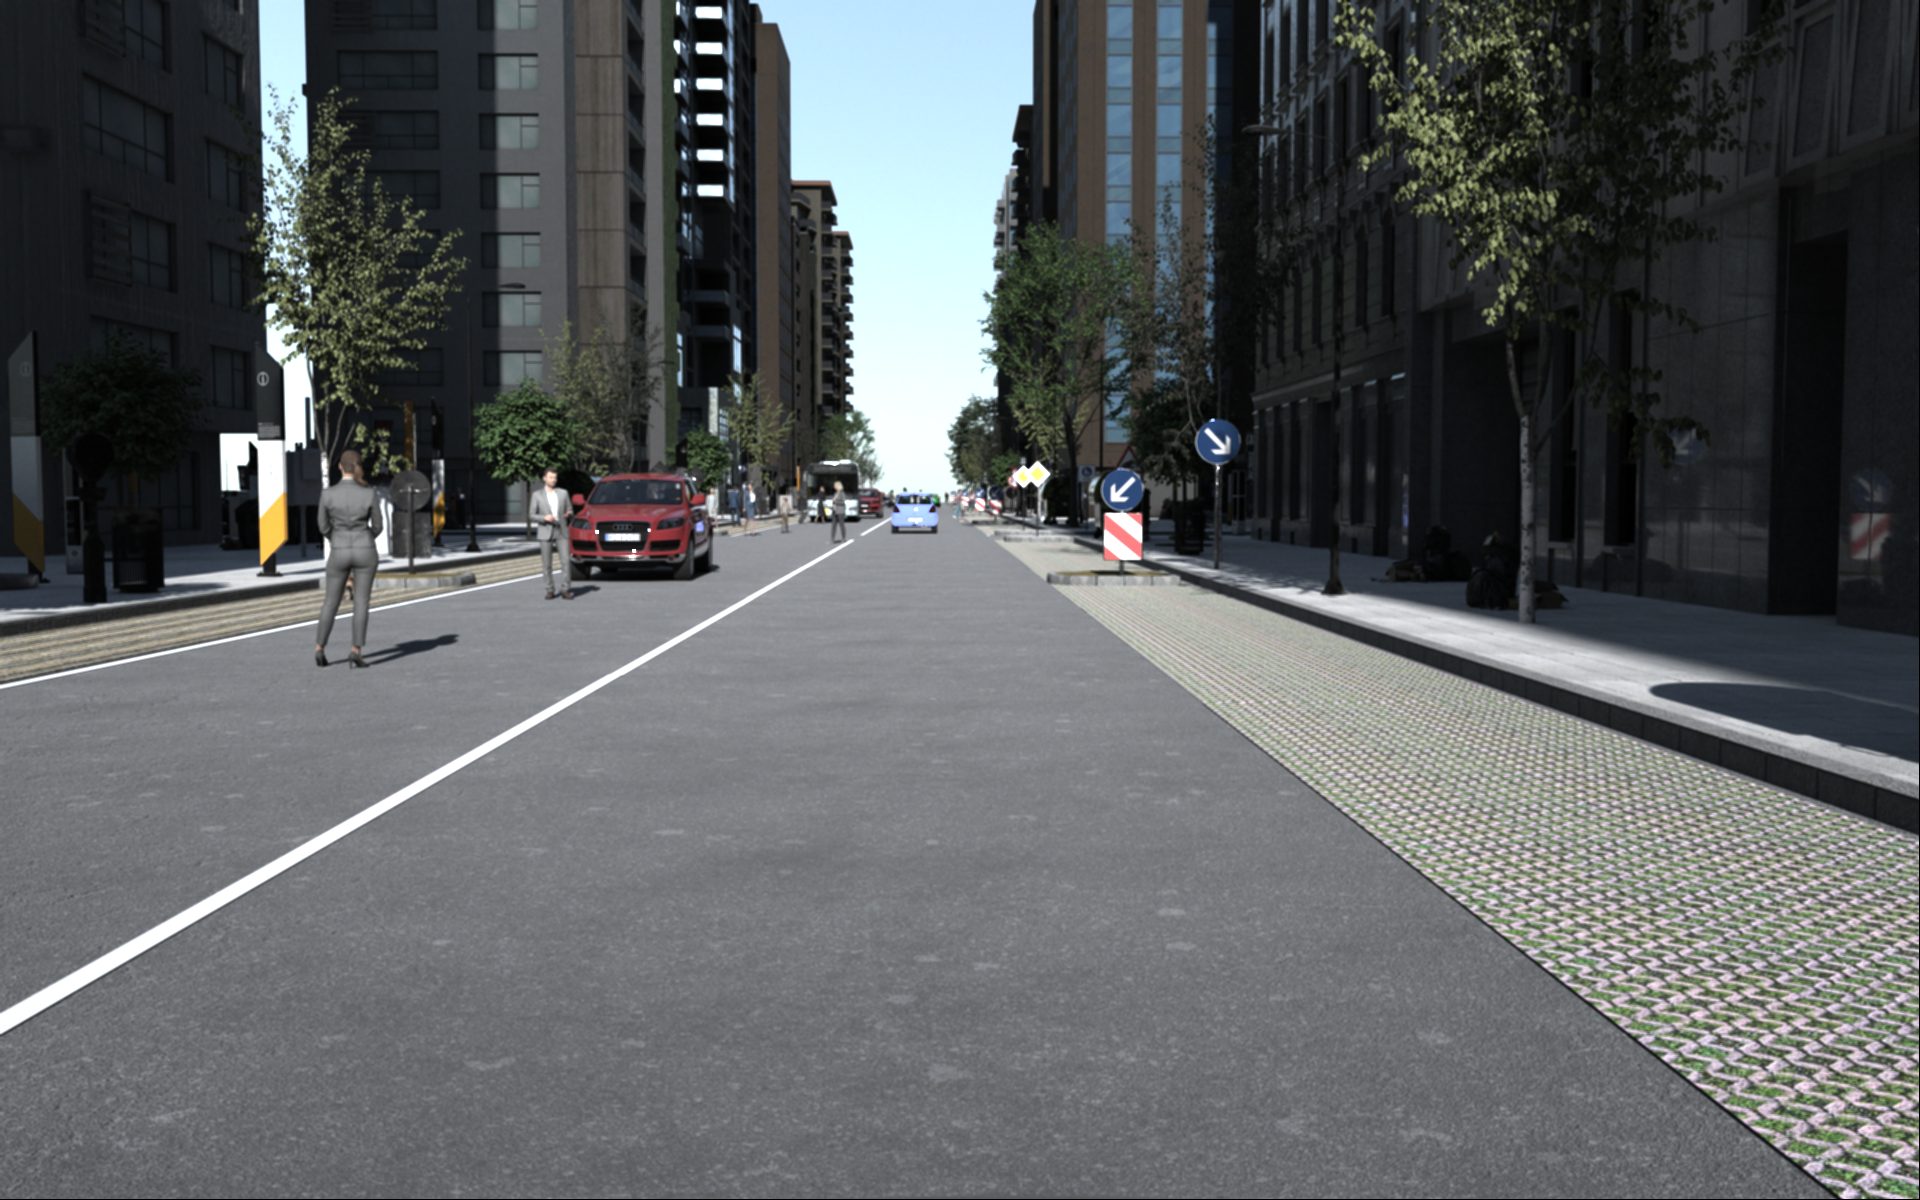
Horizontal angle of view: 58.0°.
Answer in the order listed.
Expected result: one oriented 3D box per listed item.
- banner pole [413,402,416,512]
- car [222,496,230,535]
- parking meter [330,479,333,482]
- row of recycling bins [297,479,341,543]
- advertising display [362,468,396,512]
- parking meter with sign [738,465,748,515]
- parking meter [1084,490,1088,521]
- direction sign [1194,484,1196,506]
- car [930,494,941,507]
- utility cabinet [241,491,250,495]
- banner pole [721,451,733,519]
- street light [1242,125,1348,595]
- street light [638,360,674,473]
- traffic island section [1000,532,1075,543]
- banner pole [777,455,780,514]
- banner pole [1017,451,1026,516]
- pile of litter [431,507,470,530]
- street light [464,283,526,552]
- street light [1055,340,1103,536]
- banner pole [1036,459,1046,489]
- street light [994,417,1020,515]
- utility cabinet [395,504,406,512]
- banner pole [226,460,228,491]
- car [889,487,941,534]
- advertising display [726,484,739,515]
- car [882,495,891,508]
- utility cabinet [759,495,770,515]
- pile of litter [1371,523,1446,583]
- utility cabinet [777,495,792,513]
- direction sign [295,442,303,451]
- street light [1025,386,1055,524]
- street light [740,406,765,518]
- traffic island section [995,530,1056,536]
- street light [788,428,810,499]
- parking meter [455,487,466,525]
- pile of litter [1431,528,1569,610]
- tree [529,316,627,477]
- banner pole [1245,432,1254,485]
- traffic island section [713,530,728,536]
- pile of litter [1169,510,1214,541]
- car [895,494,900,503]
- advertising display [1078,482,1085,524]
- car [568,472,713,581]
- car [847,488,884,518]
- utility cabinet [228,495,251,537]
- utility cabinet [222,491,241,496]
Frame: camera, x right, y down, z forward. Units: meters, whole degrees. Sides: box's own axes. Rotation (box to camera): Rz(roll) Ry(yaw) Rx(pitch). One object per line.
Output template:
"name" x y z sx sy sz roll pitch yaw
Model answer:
"banner pole" -14.827 -3.491 47.095 0.401 3.779 0.863 -1 4 -22
"car" -23.653 -2.756 54.848 4.222 1.686 2.009 0 4 -3
"parking meter" -25.059 -3.861 68.838 0.255 1.863 0.399 -2 4 -29
"row of recycling bins" -16.936 -2.423 46.727 1.069 1.692 3.534 1 4 13
"advertising display" -14.410 -2.293 42.706 0.974 1.923 0.123 0 4 5
"parking meter with sign" -12.999 -6.597 104.127 0.543 3.016 1.738 -1 4 -13
"parking meter" 6.020 -4.608 83.756 0.372 1.533 0.369 0 3 0
"direction sign" 8.500 -4.317 62.586 0.379 3.537 0.876 -1 4 -13
"car" -3.038 -10.877 186.632 1.959 1.807 4.718 0 4 -1
"utility cabinet" -47.660 -6.512 115.153 0.318 1.500 1.173 1 4 20
"banner pole" -11.902 -6.007 88.235 0.863 3.779 0.401 1 4 18
"street light" 4.252 -3.025 21.993 1.470 5.913 1.316 0 4 -1
"street light" -10.605 -5.361 60.189 1.470 5.913 1.316 0 4 -1
"traffic island section" 2.364 -1.848 52.501 2.009 0.180 2.903 0 4 -1
"banner pole" -11.518 -7.330 109.860 0.401 3.779 0.863 0 4 2
"banner pole" 3.526 -6.715 99.799 0.863 3.779 0.401 3 5 43
"pile of litter" -18.325 -2.949 62.175 1.719 0.858 1.176 3 4 38
"street light" -10.241 -4.015 38.181 1.470 5.913 1.316 0 4 -1
"street light" 3.735 -4.884 52.395 1.470 5.913 1.316 0 4 -1
"banner pole" 5.375 -7.581 113.966 0.863 3.779 0.401 0 4 3
"street light" 2.975 -8.095 104.901 1.470 5.913 1.316 0 4 -1
"utility cabinet" -22.652 -3.587 69.808 1.020 1.237 0.306 0 4 3
"banner pole" -53.819 -8.389 127.177 0.401 3.779 0.863 -1 4 -23
"car" -1.678 -3.339 64.184 1.945 1.707 3.694 0 4 -1
"advertising display" -13.906 -6.155 105.847 0.123 1.923 0.974 3 5 39
"car" -8.220 -10.401 182.643 1.945 1.354 3.894 0 4 -3
"utility cabinet" -12.247 -5.946 108.372 0.306 1.237 1.020 -2 4 -32
"pile of litter" 6.845 -0.713 25.617 1.719 0.858 1.176 -1 4 -10
"utility cabinet" -12.055 -6.612 119.273 1.020 1.237 0.306 -2 4 -30
"direction sign" -28.998 -5.142 76.065 0.379 3.537 0.876 -3 5 -41
"street light" 3.471 -6.176 73.511 1.470 5.913 1.316 0 4 -1
"street light" -11.023 -7.288 91.706 1.470 5.913 1.316 0 4 -1
"traffic island section" 2.242 -2.337 60.486 2.009 0.180 2.903 0 4 -1
"street light" -11.538 -9.140 121.984 1.470 5.913 1.316 0 4 -1
"parking meter" -18.684 -3.447 64.775 0.372 1.533 0.369 0 3 0
"pile of litter" 6.430 -0.356 19.787 1.719 0.858 1.176 -3 5 -39
"tree" -15.603 -7.387 71.141 4.737 8.622 4.395 0 3 0
"banner pole" 10.358 -4.334 60.877 0.863 3.779 0.401 3 5 43
"traffic island section" -9.198 -2.326 60.317 2.009 0.180 2.903 0 4 -1
"pile of litter" 6.467 -2.105 48.389 1.176 0.858 1.719 0 4 -6
"car" -9.296 -15.915 272.205 2.014 1.417 4.499 0 4 0
"advertising display" 5.286 -4.286 75.283 0.123 1.923 0.974 1 4 13
"car" -5.517 -1.322 30.292 2.281 1.827 5.304 0 4 -3
"car" -5.676 -5.826 103.932 2.281 1.827 5.304 0 4 0
"utility cabinet" -21.420 -2.470 51.540 0.306 1.237 1.020 -3 5 -42
"utility cabinet" -47.668 -6.365 112.742 0.318 1.500 1.173 3 5 44
